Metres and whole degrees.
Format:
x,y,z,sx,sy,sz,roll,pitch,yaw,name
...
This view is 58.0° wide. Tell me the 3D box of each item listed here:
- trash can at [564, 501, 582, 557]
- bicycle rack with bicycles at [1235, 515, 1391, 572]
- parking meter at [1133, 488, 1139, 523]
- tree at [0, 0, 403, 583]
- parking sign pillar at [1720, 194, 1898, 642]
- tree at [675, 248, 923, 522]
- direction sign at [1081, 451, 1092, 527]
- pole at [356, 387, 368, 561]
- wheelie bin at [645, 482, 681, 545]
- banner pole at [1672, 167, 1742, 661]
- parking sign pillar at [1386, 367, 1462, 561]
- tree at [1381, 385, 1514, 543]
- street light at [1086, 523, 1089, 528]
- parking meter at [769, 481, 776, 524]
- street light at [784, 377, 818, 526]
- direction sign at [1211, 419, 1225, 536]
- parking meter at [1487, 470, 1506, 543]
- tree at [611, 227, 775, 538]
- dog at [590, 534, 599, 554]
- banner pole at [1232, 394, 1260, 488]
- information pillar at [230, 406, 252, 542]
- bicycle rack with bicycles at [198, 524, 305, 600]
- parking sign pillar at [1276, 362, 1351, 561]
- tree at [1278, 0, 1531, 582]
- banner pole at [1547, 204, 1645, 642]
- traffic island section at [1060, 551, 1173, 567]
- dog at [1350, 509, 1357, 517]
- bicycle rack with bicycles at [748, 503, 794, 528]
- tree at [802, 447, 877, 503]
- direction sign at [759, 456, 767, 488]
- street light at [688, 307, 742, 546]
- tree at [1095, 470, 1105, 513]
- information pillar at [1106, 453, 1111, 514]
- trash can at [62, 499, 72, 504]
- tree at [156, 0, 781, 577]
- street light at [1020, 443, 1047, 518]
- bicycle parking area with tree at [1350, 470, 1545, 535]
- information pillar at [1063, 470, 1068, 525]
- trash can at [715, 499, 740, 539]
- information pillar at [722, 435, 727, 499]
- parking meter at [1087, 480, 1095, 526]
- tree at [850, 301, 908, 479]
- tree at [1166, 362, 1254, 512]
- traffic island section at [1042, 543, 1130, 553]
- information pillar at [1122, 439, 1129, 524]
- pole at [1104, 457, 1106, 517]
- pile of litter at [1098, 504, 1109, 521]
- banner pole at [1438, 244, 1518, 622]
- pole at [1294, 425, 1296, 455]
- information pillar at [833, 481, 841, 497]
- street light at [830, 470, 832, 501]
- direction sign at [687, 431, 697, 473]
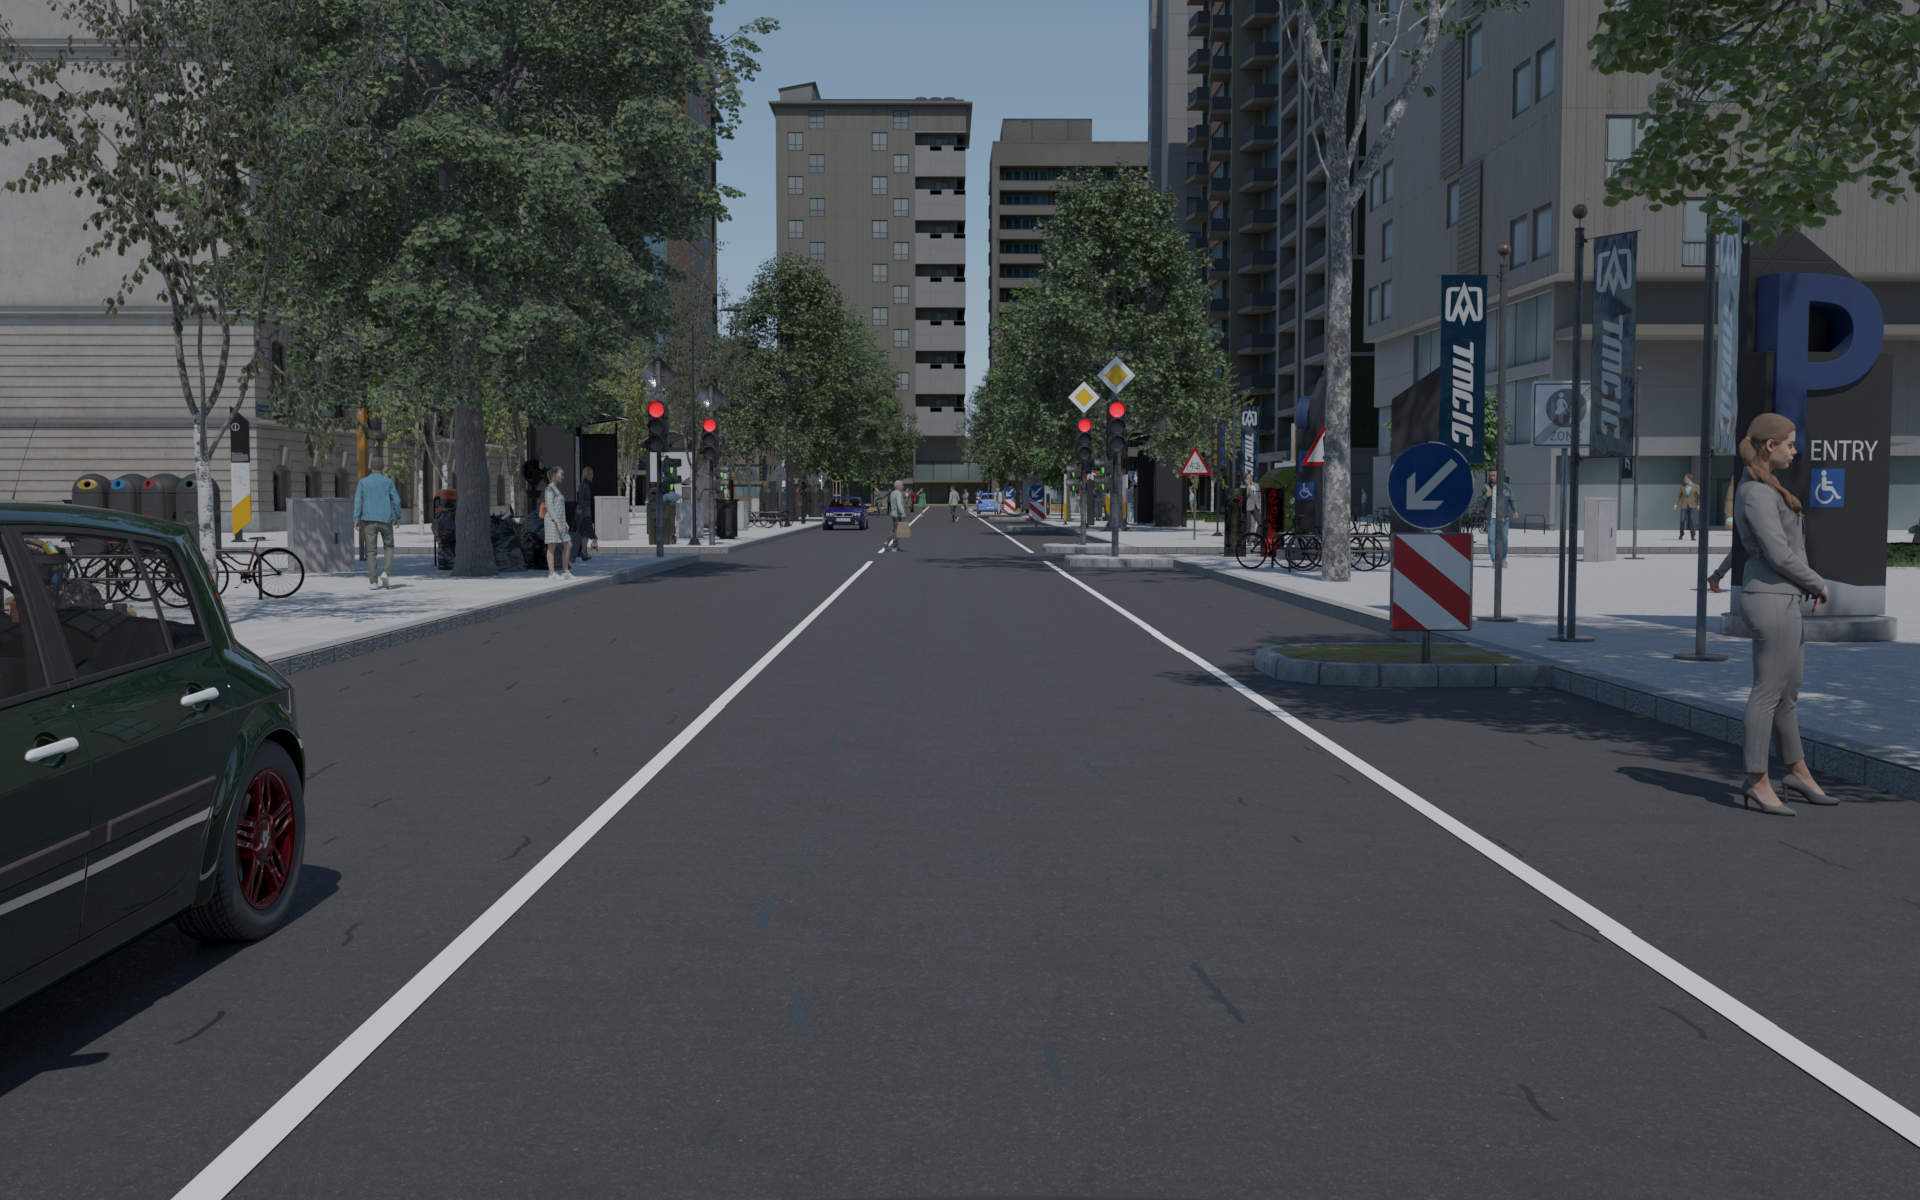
x,y,z,sx,sy,sz,roll,pitch,yaw,name
-7.974,-1.452,35.392,0.748,1.137,0.748,0,3,0,trash can
6.141,-0.977,29.353,2.925,0.926,2.852,0,4,2,bicycle rack with bicycles
7.825,-4.151,76.272,0.372,1.533,0.369,0,3,0,parking meter
-7.165,-4.027,16.204,4.360,8.622,3.978,0,3,0,tree
7.668,-1.657,15.563,1.447,3.967,1.447,-1,4,-12,parking sign pillar
-8.022,-10.031,81.010,9.611,12.733,9.660,0,3,0,tree
4.870,-4.623,67.582,0.379,3.537,0.876,-2,4,-32,direction sign
-11.450,-2.408,33.219,0.158,3.312,0.155,0,3,0,pole
-7.532,-2.197,43.828,0.980,1.594,0.693,0,4,7,wheelie bin
5.915,-1.437,13.514,0.401,3.779,0.863,3,5,44,banner pole
8.935,-2.733,33.150,1.447,3.967,1.447,1,4,23,parking sign pillar
12.731,-3.767,45.309,4.285,4.588,4.351,0,3,0,tree
4.196,-5.709,65.877,1.470,5.913,1.316,0,4,-1,street light
-8.051,-4.198,74.355,0.255,1.863,0.399,-1,4,-19,parking meter
-6.328,-5.887,68.789,1.470,5.913,1.316,0,4,-1,street light
7.836,-3.706,52.598,0.379,3.537,0.876,2,4,34,direction sign
13.270,-2.274,42.887,0.399,1.863,0.255,0,4,1,parking meter
-7.135,-5.881,46.522,4.360,8.622,3.978,0,3,0,tree
-8.502,-1.285,40.291,0.540,0.507,0.406,3,4,38,dog
7.081,-3.261,43.336,0.863,3.779,0.401,0,4,-5,banner pole
-19.124,-3.344,46.022,0.504,3.616,0.183,0,4,-5,information pillar
-9.415,-0.411,20.101,2.925,0.926,2.852,0,4,-6,bicycle rack with bicycles
6.967,-2.784,33.998,1.447,3.967,1.447,2,4,27,parking sign pillar
6.833,-10.292,24.171,12.611,20.169,13.585,0,3,0,tree
5.461,-1.520,14.863,0.401,3.779,0.863,-2,4,-27,banner pole
3.196,-0.806,35.463,2.009,0.180,2.903,0,4,-1,traffic island section
20.136,-4.427,89.211,0.540,0.507,0.406,1,4,9,dog
-7.813,-3.201,65.717,2.925,0.926,2.852,0,4,-3,bicycle rack with bicycles
-7.495,-7.172,100.968,4.285,4.588,4.351,0,3,0,tree
-11.639,-6.746,102.297,0.379,3.537,0.876,1,4,22,direction sign
-6.096,-4.316,43.114,1.470,5.913,1.316,0,4,-1,street light
9.573,-7.519,117.534,1.663,3.219,1.824,0,3,0,tree
6.538,-5.136,75.328,0.183,3.616,0.504,-2,4,-32,information pillar
-23.377,-2.093,45.876,0.748,1.137,0.748,0,3,0,trash can
-7.627,-7.344,26.722,9.857,13.997,8.962,0,3,0,tree
3.934,-7.333,92.431,1.470,5.913,1.316,0,4,-1,street light
15.001,-4.335,57.881,8.231,4.147,9.016,1,4,12,bicycle parking area with tree
4.414,-4.951,72.301,0.183,3.616,0.504,1,4,9,information pillar
-6.650,-2.312,49.454,0.748,1.137,0.748,0,3,0,trash can
-9.403,-4.754,69.084,0.183,3.616,0.504,-1,4,-18,information pillar
5.330,-3.967,70.566,0.255,1.863,0.399,1,4,19,parking meter
-8.308,-12.667,113.760,9.857,13.997,8.962,0,3,0,tree
14.170,-8.870,95.386,4.737,8.622,4.395,0,3,0,tree
3.114,-1.295,43.448,2.009,0.180,2.903,0,4,-1,traffic island section
7.102,-5.085,74.493,0.183,3.616,0.504,-1,4,-13,information pillar
7.973,-6.147,94.344,0.158,3.312,0.155,0,3,0,pole
7.138,-4.148,81.790,1.176,0.858,1.719,-2,4,-29,pile of litter
5.214,-1.677,17.436,0.863,3.779,0.401,0,4,1,banner pole
9.978,-3.520,51.390,0.158,3.312,0.155,0,3,0,pole
-6.867,-5.632,96.580,0.304,2.012,0.304,-3,5,-41,information pillar
-6.537,-7.471,94.691,1.470,5.913,1.316,0,4,-1,street light
-9.680,-4.306,62.404,0.379,3.537,0.876,1,4,17,direction sign
